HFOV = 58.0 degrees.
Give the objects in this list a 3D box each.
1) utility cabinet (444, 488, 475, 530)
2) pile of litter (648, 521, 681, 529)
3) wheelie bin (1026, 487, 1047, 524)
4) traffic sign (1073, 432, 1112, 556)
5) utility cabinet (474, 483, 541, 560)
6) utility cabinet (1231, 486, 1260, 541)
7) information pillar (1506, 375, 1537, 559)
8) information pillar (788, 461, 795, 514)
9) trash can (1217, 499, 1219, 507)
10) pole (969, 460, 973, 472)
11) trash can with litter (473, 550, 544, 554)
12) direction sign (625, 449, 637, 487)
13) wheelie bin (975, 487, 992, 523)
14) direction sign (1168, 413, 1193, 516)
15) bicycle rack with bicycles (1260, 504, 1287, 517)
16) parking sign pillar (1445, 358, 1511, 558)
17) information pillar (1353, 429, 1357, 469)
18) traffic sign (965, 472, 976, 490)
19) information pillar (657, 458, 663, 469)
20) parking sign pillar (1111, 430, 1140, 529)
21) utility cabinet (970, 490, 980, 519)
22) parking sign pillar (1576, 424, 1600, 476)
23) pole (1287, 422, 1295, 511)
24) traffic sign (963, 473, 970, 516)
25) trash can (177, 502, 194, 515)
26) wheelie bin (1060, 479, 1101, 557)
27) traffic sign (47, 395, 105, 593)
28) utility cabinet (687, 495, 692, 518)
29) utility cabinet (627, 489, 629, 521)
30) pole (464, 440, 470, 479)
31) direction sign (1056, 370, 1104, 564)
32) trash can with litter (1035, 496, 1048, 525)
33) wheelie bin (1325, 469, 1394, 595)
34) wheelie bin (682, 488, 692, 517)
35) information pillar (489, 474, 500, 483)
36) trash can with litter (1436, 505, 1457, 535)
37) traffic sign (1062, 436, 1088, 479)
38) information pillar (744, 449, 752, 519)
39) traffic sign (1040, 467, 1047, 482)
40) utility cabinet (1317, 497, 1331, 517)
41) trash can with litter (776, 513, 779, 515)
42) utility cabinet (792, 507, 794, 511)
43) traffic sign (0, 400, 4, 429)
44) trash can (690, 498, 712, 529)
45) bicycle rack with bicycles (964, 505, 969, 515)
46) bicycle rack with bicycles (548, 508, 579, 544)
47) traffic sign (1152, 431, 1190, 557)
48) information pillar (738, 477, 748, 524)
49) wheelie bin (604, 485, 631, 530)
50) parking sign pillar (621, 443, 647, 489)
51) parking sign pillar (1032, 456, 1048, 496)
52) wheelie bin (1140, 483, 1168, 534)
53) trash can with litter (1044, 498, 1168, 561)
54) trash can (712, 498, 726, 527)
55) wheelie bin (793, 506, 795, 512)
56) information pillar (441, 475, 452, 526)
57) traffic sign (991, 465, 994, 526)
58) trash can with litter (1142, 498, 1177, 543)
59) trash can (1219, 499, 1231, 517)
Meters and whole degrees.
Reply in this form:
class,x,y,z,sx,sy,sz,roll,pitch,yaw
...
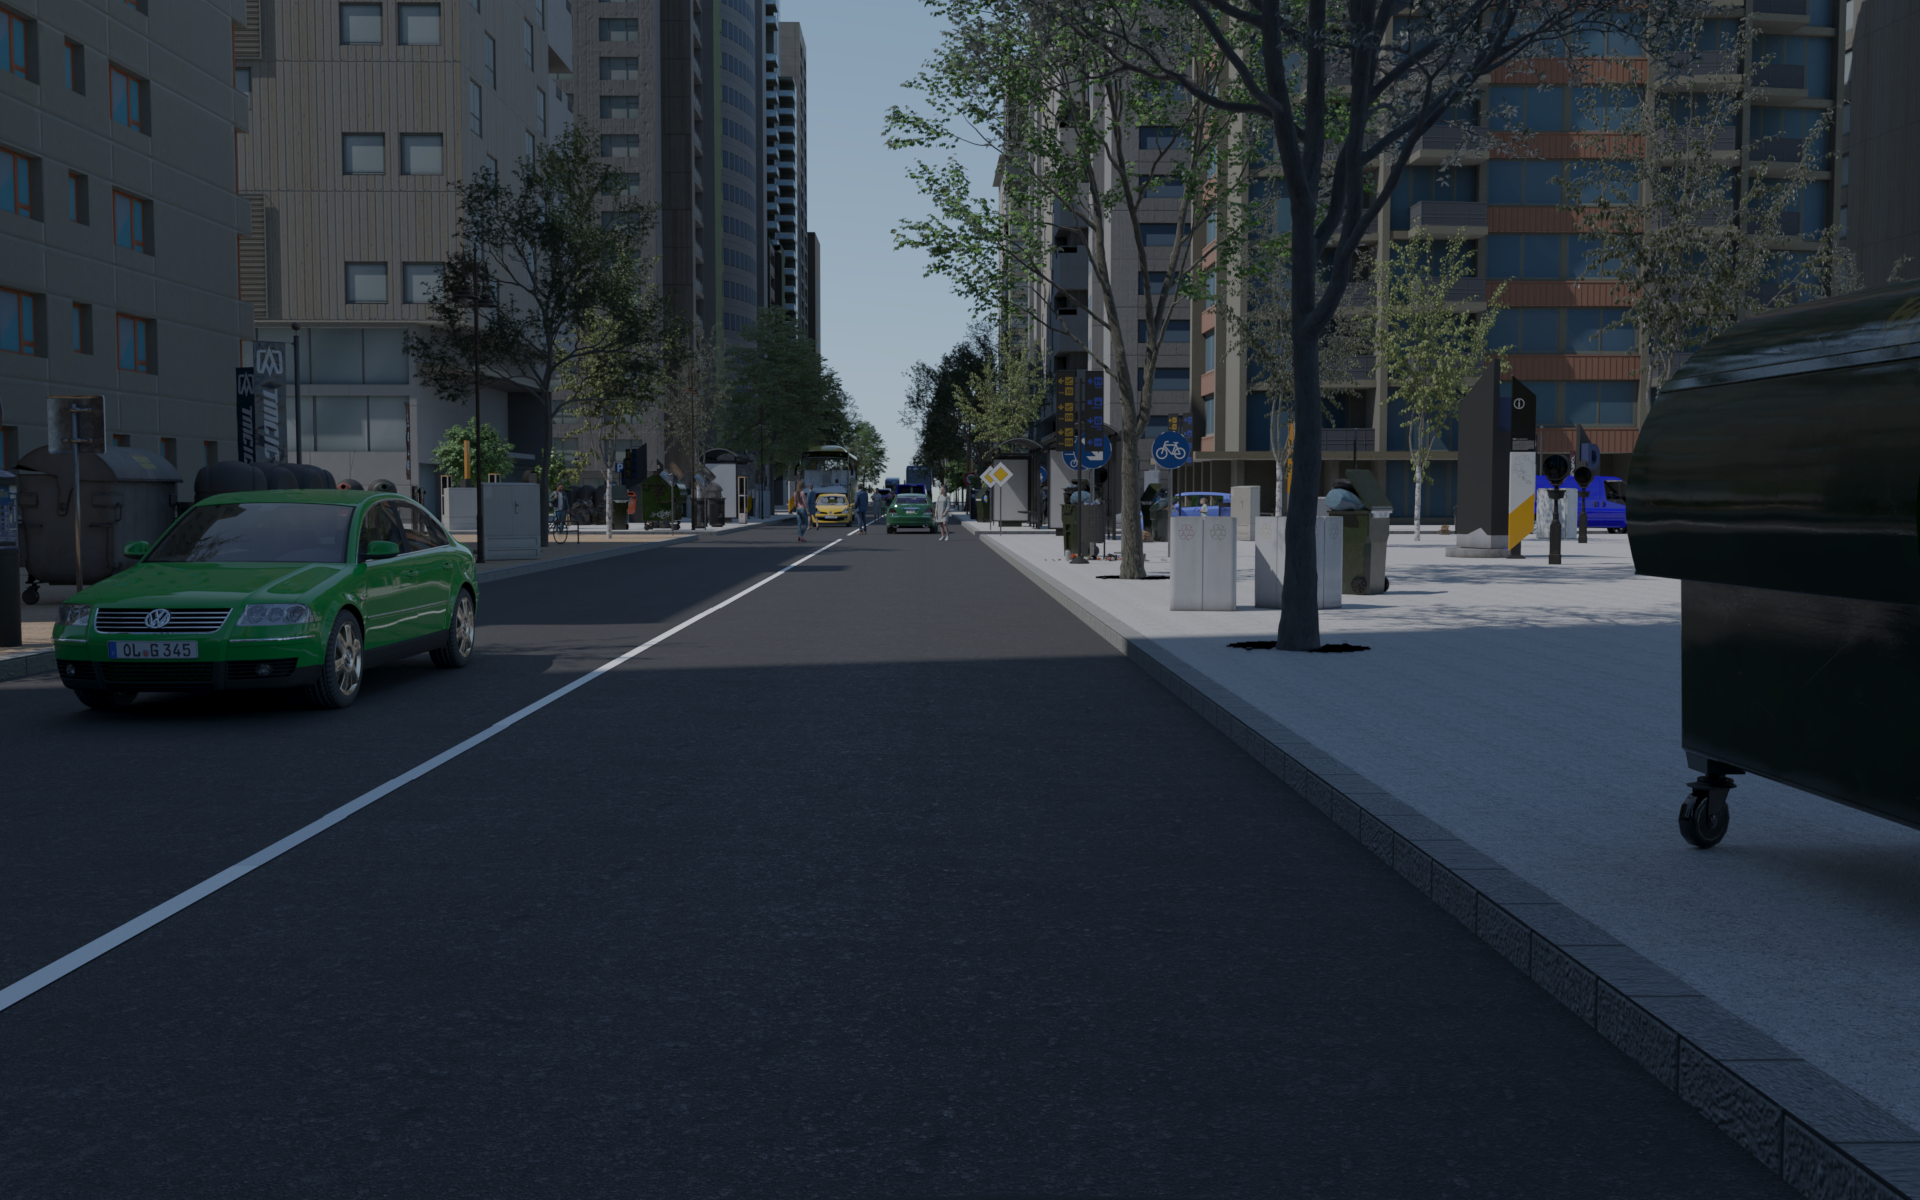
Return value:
class,x,y,z,sx,sy,sz,roll,pitch,yaw
utility cabinet,-17.463,-3.173,60.563,0.318,1.500,1.173,3,4,37
pile of litter,-11.223,-3.099,64.638,1.719,0.858,1.176,3,4,36
wheelie bin,3.227,-4.046,74.065,0.980,1.594,0.693,0,4,-7
traffic sign,2.653,-2.120,34.761,0.768,2.556,0.104,0,4,4
utility cabinet,-8.755,-1.527,33.641,1.173,1.500,0.318,-3,5,-40
utility cabinet,7.817,-2.378,47.554,0.318,1.500,1.173,-1,4,-18
information pillar,11.083,-2.619,34.172,0.504,3.616,0.183,0,4,4
information pillar,-10.754,-7.293,110.594,0.183,3.616,0.504,3,5,45
trash can,15.516,-5.884,107.850,0.748,1.137,0.748,0,3,0
pole,0.669,-6.685,103.143,0.158,3.312,0.155,0,3,0
trash can with litter,-9.764,-1.627,37.667,1.678,1.210,2.233,2,4,26
direction sign,-16.396,-5.776,86.440,0.876,3.537,0.379,3,5,42
wheelie bin,1.115,-4.276,77.817,0.693,1.594,0.980,-2,4,-25
direction sign,6.162,-3.454,48.474,0.379,3.537,0.876,-3,5,-44
bicycle rack with bicycles,11.884,-2.971,61.963,2.852,0.926,2.925,0,4,-4
parking sign pillar,10.634,-2.856,35.172,1.447,3.967,1.447,-1,4,-15
information pillar,14.125,-4.317,61.942,0.183,3.616,0.504,1,4,17
traffic sign,0.651,-6.176,101.076,0.768,2.556,0.104,0,4,3
information pillar,-19.600,-7.449,113.150,0.504,3.616,0.183,2,4,25
parking sign pillar,5.857,-4.630,64.181,1.447,3.967,1.447,1,4,20
utility cabinet,0.895,-4.879,88.453,0.318,1.500,1.173,-2,4,-28
parking sign pillar,24.173,-4.783,66.675,1.447,3.967,1.447,3,5,43
pole,9.200,-3.317,48.069,0.158,3.312,0.155,0,3,0
traffic sign,0.586,-6.244,102.198,0.768,2.556,0.104,0,4,0
trash can,-14.254,-1.263,32.299,0.748,1.137,0.748,0,3,0
wheelie bin,2.469,-1.692,35.567,0.693,1.594,0.980,-2,4,-26
traffic sign,-9.153,-0.968,17.961,0.606,2.300,0.079,0,4,3
utility cabinet,-14.091,-4.981,92.607,1.020,1.237,0.306,-1,4,-18
utility cabinet,-16.149,-4.444,81.338,1.173,1.500,0.318,-1,4,-22
pole,-18.758,-4.412,65.978,0.158,3.312,0.155,0,3,0
direction sign,2.201,-2.437,31.837,0.876,3.537,0.379,0,4,-3
trash can with litter,3.307,-3.757,72.821,0.624,1.170,1.055,1,4,19
wheelie bin,5.091,-0.875,22.212,0.693,1.594,0.980,3,5,40
wheelie bin,-14.928,-5.341,95.240,0.980,1.594,0.693,2,4,27
information pillar,-16.794,-3.549,62.521,0.304,2.012,0.304,1,4,17
trash can with litter,15.534,-2.628,54.349,1.055,1.170,0.624,0,4,7
traffic sign,2.611,-2.315,37.957,0.768,2.556,0.104,0,4,-1
information pillar,-10.982,-6.010,89.611,0.183,3.616,0.504,2,4,31
traffic sign,3.592,-4.850,79.396,0.768,2.556,0.104,0,4,1
utility cabinet,22.705,-5.974,108.839,1.020,1.237,0.306,0,4,5
trash can with litter,-11.801,-5.894,107.423,1.678,1.210,2.233,-1,4,-10
utility cabinet,-12.131,-7.350,128.858,0.318,1.500,1.173,1,4,23
traffic sign,-10.943,-1.164,19.133,0.768,2.556,0.104,0,4,0
trash can,-9.662,-3.216,64.227,0.748,1.137,0.748,0,3,0
bicycle rack with bicycles,1.718,-5.727,107.025,2.925,0.926,2.852,0,4,-4
bicycle rack with bicycles,-11.048,-1.859,43.777,2.852,0.926,2.925,1,4,14
traffic sign,4.254,-2.136,35.036,0.768,2.556,0.104,0,4,4
information pillar,-9.263,-4.246,73.912,0.304,2.012,0.304,1,4,13
wheelie bin,-12.287,-3.305,61.948,0.980,1.594,0.693,-2,4,-35
parking sign pillar,-17.048,-6.249,90.640,1.447,3.967,1.447,-2,4,-35
parking sign pillar,5.300,-7.596,112.663,1.447,3.967,1.447,-3,5,-41
wheelie bin,5.603,-2.560,49.766,0.693,1.594,0.980,-2,4,-29
trash can with litter,2.880,-1.365,33.376,2.233,1.210,1.678,2,4,25
trash can,-9.413,-3.392,67.108,0.748,1.137,0.748,0,3,0
wheelie bin,-11.857,-7.275,126.857,0.980,1.594,0.693,-1,4,-12
information pillar,-20.302,-3.915,68.500,0.304,2.012,0.304,1,4,14
traffic sign,1.362,-4.288,70.120,0.884,2.594,0.081,0,4,6
trash can with litter,5.211,-2.124,46.116,1.055,1.170,0.624,-3,4,-37
trash can,15.015,-5.157,95.972,0.748,1.137,0.748,0,3,0
